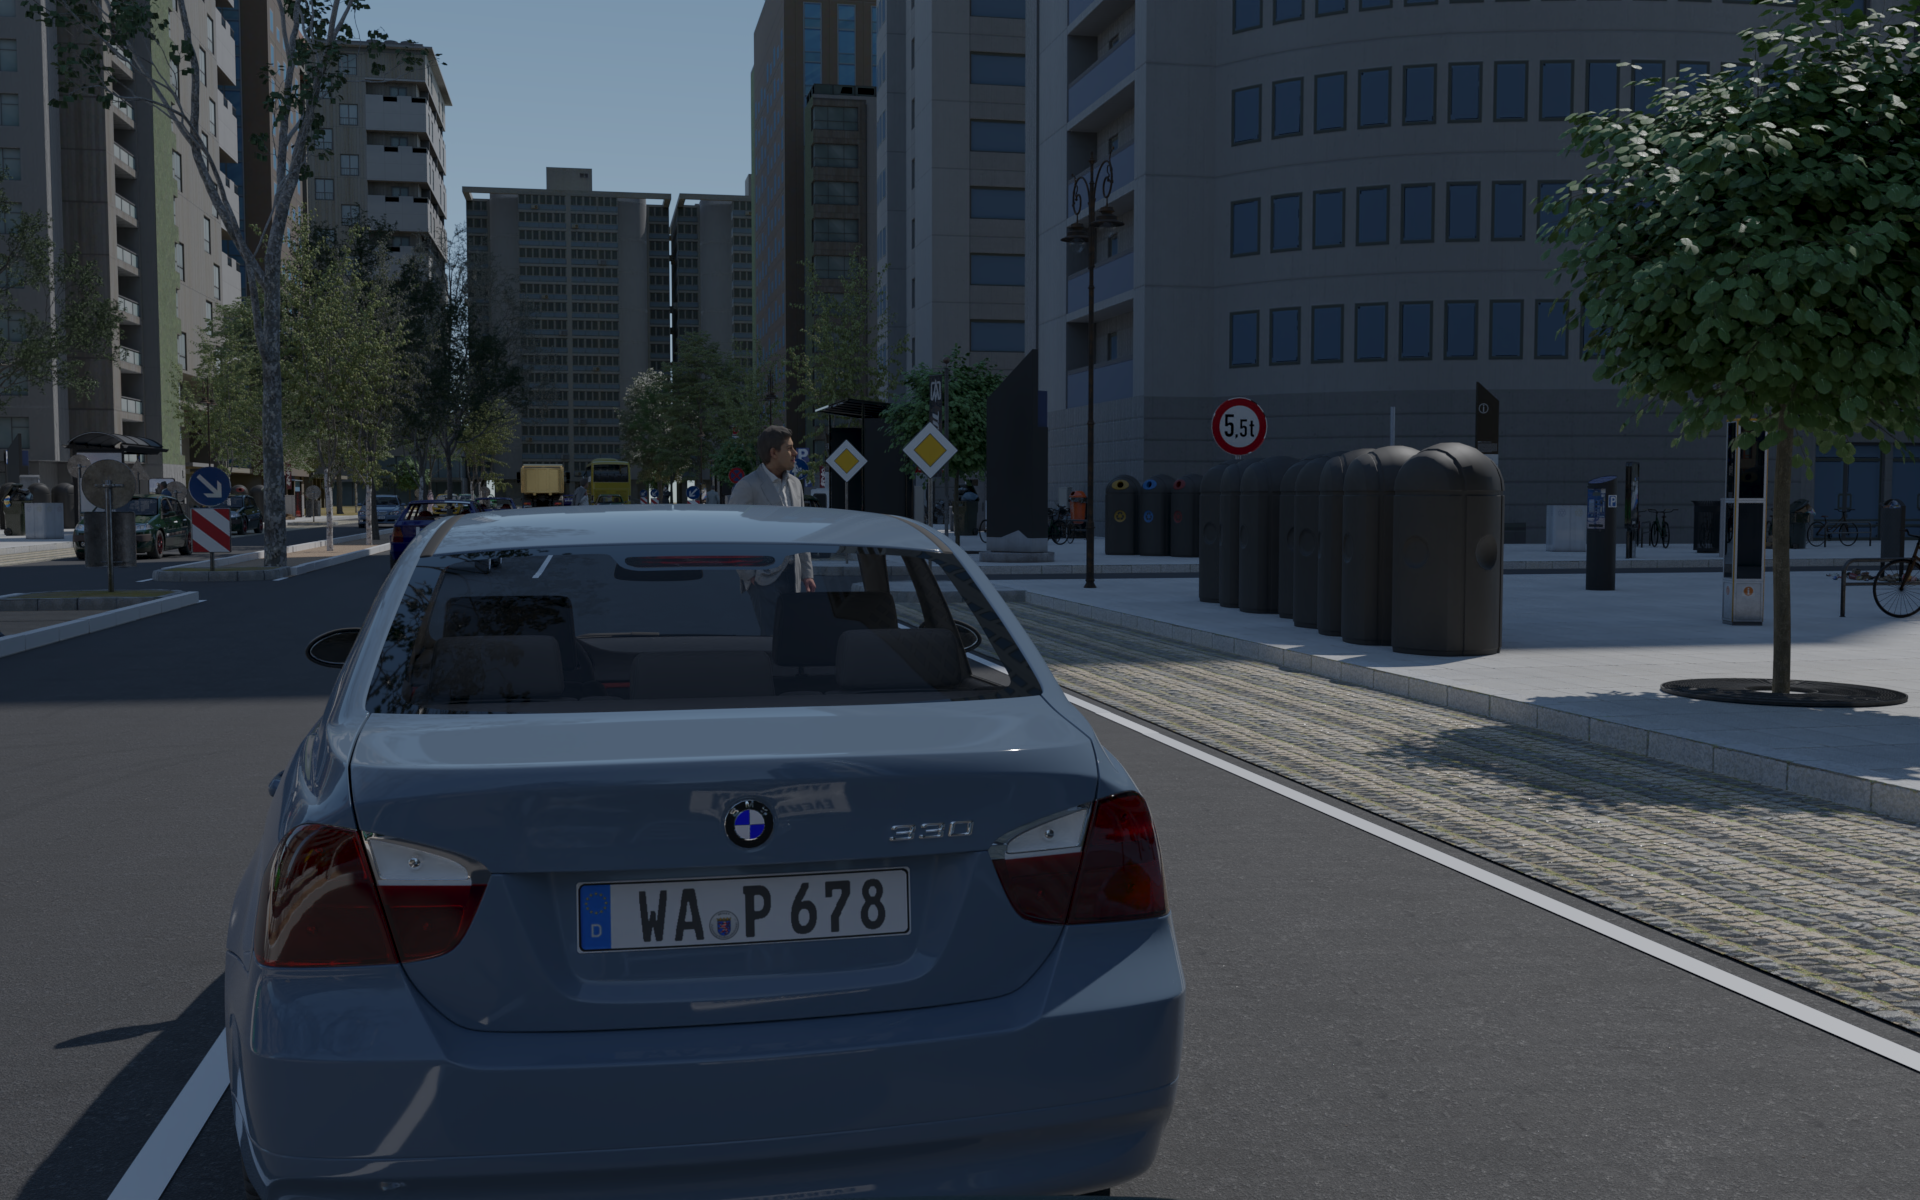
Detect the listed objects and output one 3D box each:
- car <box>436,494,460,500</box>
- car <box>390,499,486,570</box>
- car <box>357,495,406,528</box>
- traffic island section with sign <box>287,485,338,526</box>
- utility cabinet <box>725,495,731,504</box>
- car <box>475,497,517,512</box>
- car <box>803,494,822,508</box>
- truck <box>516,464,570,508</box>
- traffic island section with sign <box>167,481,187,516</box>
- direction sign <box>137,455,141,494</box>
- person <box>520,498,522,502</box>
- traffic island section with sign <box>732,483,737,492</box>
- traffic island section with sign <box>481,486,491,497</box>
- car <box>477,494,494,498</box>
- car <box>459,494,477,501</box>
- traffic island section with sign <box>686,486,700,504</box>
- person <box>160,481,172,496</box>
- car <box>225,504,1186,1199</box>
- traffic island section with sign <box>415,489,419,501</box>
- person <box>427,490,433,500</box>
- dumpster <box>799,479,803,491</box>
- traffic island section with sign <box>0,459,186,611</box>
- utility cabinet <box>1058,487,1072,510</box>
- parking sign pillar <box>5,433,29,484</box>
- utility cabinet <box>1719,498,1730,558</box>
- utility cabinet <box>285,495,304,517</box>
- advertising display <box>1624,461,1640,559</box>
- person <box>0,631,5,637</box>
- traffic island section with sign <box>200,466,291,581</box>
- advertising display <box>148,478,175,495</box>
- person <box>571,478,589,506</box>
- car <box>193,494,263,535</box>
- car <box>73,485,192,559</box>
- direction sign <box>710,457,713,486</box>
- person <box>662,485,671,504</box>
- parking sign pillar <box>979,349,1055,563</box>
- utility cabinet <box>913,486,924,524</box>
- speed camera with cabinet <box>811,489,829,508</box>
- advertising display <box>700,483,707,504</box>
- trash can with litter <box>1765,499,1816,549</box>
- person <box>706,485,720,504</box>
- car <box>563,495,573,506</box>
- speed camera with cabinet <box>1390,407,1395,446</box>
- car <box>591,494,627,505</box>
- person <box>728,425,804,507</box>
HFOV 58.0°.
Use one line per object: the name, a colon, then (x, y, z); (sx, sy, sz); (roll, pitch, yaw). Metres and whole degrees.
car: (-32.630, -6.122, 110.325); (2.015, 1.641, 3.980); (-1, 4, -12)
car: (-9.535, -1.206, 32.304); (1.945, 1.354, 3.894); (-1, 4, -10)
car: (-24.951, -3.843, 74.839); (2.014, 1.417, 4.499); (-1, 4, -14)
traffic island section with sign: (-29.442, -4.296, 78.861); (1.989, 1.847, 2.006); (-1, 4, -12)
utility cabinet: (-12.345, -4.975, 92.502); (0.306, 1.237, 1.020); (-1, 4, -15)
car: (-14.763, -2.591, 54.943); (1.945, 1.354, 3.894); (-1, 4, -14)
car: (-3.987, -1.838, 39.840); (2.009, 1.686, 4.222); (-1, 4, -11)
truck: (-26.772, -7.052, 111.224); (3.469, 3.379, 9.791); (-1, 4, -13)
traffic island section with sign: (-23.805, -2.680, 52.449); (1.989, 1.847, 2.006); (-1, 4, -12)
direction sign: (-38.591, -5.470, 81.432); (0.379, 3.537, 0.876); (-2, 4, -34)
person: (-30.020, -6.846, 120.561); (1.348, 1.807, 0.705); (1, 4, 12)
traffic island section with sign: (-7.204, -2.896, 55.969); (1.989, 1.847, 2.006); (-1, 4, -12)
traffic island section with sign: (-28.244, -5.791, 102.823); (2.006, 1.907, 1.989); (-1, 4, -12)
car: (-44.659, -9.260, 163.192); (2.131, 1.459, 4.920); (-1, 4, -12)
car: (-39.908, -7.855, 140.229); (2.131, 1.459, 4.920); (-1, 4, -13)
traffic island section with sign: (-12.828, -4.508, 82.334); (1.989, 1.847, 2.006); (-1, 4, -12)
person: (-23.431, -2.591, 51.040); (0.419, 1.800, 0.721); (-1, 4, -16)
car: (-0.803, 0.442, 4.768); (2.014, 1.417, 4.499); (-1, 4, -13)
traffic island section with sign: (-39.922, -7.300, 127.981); (1.989, 1.847, 2.006); (-1, 4, -12)
person: (-39.798, -7.396, 130.092); (0.621, 1.740, 0.551); (-1, 4, -17)
dumpster: (-6.943, -4.324, 73.196); (1.502, 2.255, 1.985); (-1, 4, -12)
traffic island section with sign: (-11.013, -0.853, 22.089); (2.006, 1.907, 1.989); (-1, 4, -12)
utility cabinet: (3.221, -2.729, 53.298); (0.318, 1.500, 1.173); (1, 4, 11)
parking sign pillar: (-42.114, -5.436, 77.353); (1.447, 3.967, 1.447); (3, 4, 36)
utility cabinet: (15.778, -1.478, 35.332); (0.306, 1.237, 1.020); (3, 4, 38)
utility cabinet: (-37.018, -5.206, 96.277); (1.020, 1.237, 0.306); (0, 4, 1)
advertising display: (13.444, -1.801, 34.660); (0.123, 1.923, 0.974); (2, 4, 30)
person: (-9.147, -0.202, 16.067); (0.640, 1.303, 0.475); (1, 4, 11)
traffic island section with sign: (-12.550, -1.297, 29.335); (2.006, 1.907, 1.989); (-1, 4, -12)
advertising display: (-31.536, -3.869, 68.469); (0.974, 1.923, 0.123); (-1, 4, -14)
person: (-9.379, -2.099, 42.922); (0.850, 1.850, 0.679); (0, 4, -3)
car: (-25.888, -3.145, 61.211); (2.009, 1.686, 4.222); (-1, 4, -10)
car: (-18.732, -1.807, 39.327); (2.009, 1.686, 4.222); (-1, 4, -10)
direction sign: (-15.219, -6.974, 106.026); (0.379, 3.537, 0.876); (-1, 4, -17)
person: (-14.772, -4.820, 86.670); (0.648, 1.900, 0.474); (3, 4, 38)
parking sign pillar: (1.081, -2.715, 32.856); (1.447, 3.967, 1.447); (-3, 5, -40)
utility cabinet: (-1.307, -2.318, 46.573); (0.318, 1.500, 1.173); (-2, 4, -24)
speed camera with cabinet: (-4.155, -3.940, 58.758); (2.038, 3.252, 0.660); (3, 4, 39)
advertising display: (-15.365, -6.020, 103.643); (0.123, 1.923, 0.974); (1, 4, 10)
trash can with litter: (19.337, -1.776, 40.428); (1.055, 1.170, 0.624); (-1, 4, -12)
person: (-10.503, -3.986, 73.764); (0.635, 1.810, 0.391); (0, 4, 4)
car: (-39.938, -10.057, 177.018); (1.945, 1.354, 3.894); (-1, 4, -11)
speed camera with cabinet: (10.493, -2.740, 39.142); (2.038, 3.252, 0.660); (2, 4, 31)
car: (-19.353, -5.248, 95.591); (2.009, 1.686, 4.222); (-1, 4, -13)
person: (-1.199, -0.133, 10.517); (0.795, 1.843, 0.661); (3, 5, 40)
